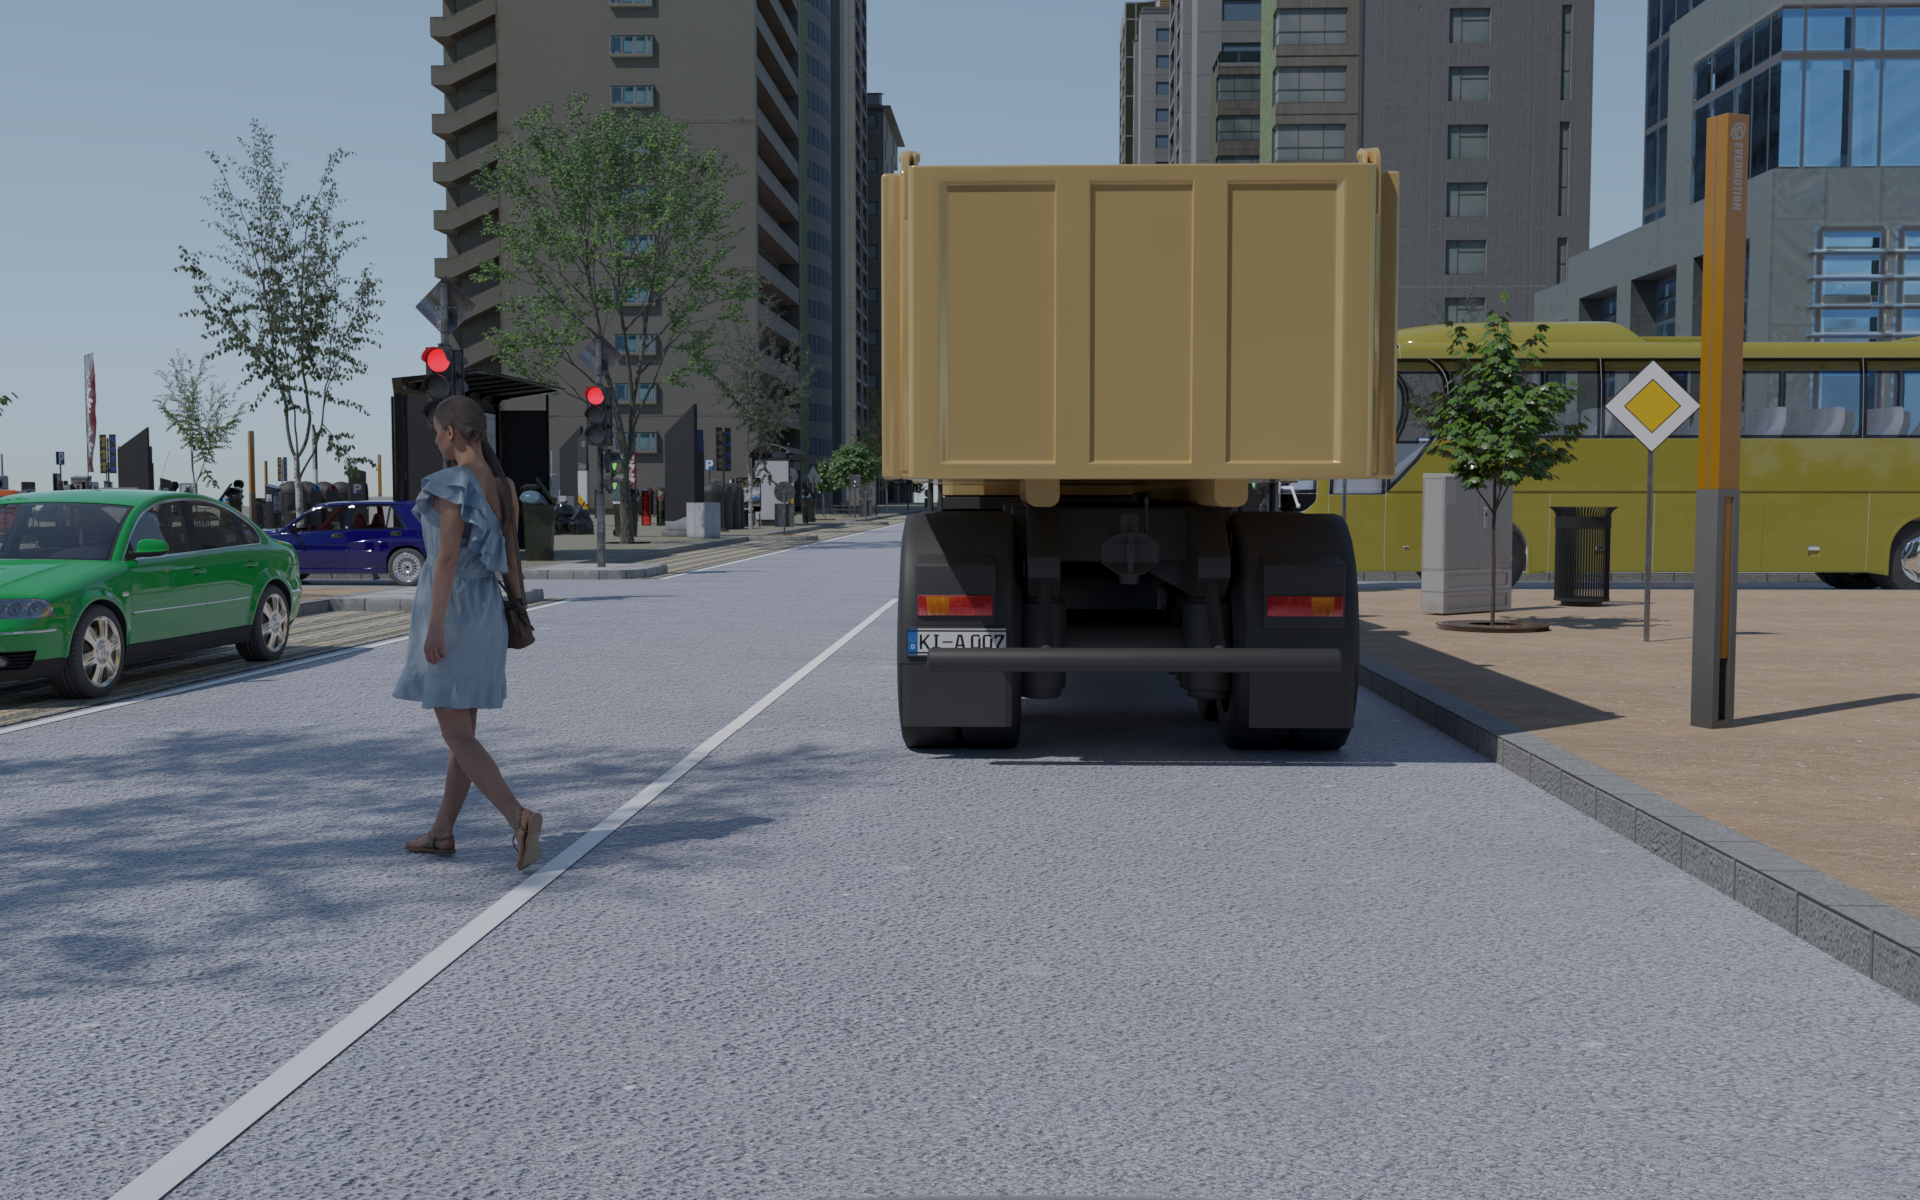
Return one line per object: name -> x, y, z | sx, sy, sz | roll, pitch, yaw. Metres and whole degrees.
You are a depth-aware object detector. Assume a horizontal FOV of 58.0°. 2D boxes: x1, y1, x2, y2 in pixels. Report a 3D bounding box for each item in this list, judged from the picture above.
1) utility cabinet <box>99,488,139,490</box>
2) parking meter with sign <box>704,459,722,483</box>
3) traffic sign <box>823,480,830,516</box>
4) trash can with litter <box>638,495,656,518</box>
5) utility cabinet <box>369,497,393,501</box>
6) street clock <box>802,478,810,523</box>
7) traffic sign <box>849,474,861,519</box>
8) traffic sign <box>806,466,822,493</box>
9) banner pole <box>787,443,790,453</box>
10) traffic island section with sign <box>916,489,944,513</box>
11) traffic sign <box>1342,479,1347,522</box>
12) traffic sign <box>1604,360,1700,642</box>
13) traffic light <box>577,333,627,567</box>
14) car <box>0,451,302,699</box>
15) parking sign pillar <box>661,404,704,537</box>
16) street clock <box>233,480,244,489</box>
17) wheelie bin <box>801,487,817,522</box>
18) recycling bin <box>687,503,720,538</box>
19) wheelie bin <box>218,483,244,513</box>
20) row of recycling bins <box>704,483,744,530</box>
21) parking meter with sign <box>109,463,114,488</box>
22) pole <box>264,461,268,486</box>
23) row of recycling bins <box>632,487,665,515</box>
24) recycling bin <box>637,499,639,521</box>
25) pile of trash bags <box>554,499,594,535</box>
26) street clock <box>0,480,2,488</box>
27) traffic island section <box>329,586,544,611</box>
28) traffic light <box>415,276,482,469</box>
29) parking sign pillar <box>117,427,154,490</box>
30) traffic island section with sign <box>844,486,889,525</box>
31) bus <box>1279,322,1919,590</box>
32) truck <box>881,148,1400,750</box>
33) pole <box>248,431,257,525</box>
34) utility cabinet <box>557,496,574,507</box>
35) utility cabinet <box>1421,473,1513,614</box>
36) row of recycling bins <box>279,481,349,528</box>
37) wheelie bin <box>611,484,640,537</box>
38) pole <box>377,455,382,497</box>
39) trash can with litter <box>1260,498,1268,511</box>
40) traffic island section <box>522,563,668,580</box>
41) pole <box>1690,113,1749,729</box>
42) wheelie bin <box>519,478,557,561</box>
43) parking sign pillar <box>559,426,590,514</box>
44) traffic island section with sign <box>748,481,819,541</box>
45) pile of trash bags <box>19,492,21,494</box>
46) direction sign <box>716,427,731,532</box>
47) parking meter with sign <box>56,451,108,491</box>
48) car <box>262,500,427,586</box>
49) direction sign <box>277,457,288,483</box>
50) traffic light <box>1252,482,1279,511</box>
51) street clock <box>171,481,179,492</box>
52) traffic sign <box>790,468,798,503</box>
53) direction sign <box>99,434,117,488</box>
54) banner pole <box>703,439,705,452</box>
utility cabinet -> -28.639, -3.081, 59.045 | 1.173, 1.500, 0.318 | -1, 4, -14
parking meter with sign -> -12.375, -5.598, 87.784 | 0.543, 3.016, 1.738 | 1, 4, 13
traffic sign -> -7.925, -6.132, 100.372 | 0.768, 2.556, 0.104 | 1, 4, 8
trash can with litter -> -16.615, -5.264, 97.118 | 2.233, 1.210, 1.678 | 2, 4, 30
utility cabinet -> -14.776, -2.045, 44.594 | 1.020, 1.237, 0.306 | 2, 4, 34
street clock -> -6.801, -4.388, 76.309 | 0.358, 2.002, 0.471 | 1, 4, 9
traffic sign -> -5.486, -5.405, 90.494 | 0.606, 2.300, 0.079 | 1, 4, 9
traffic sign -> -6.800, -4.902, 80.147 | 0.884, 2.594, 0.081 | 1, 4, 11
banner pole -> -8.418, -5.802, 84.884 | 0.401, 3.779, 0.863 | -1, 4, -13
traffic island section with sign -> -2.305, -7.436, 130.201 | 1.989, 1.847, 2.006 | 0, 4, 2
traffic sign -> 5.038, -1.258, 22.706 | 0.606, 2.300, 0.079 | 1, 4, 12
traffic sign -> 5.959, -0.843, 14.972 | 0.795, 2.450, 0.064 | 1, 4, 10
traffic light -> -6.278, -2.531, 30.299 | 0.839, 4.253, 0.868 | 0, 4, 2
car -> -6.800, -0.287, 13.486 | 1.959, 1.807, 4.718 | 0, 4, 2
parking sign pillar -> -8.342, -3.912, 52.426 | 1.447, 3.967, 1.447 | 3, 4, 38
street clock -> -36.193, -5.039, 86.952 | 0.471, 2.002, 0.358 | 1, 4, 11
wheelie bin -> -6.943, -4.370, 79.357 | 0.693, 1.594, 0.980 | -1, 4, -15
recycling bin -> -7.489, -2.326, 50.582 | 0.722, 1.027, 0.722 | 2, 4, 35
wheelie bin -> -20.593, -2.511, 48.957 | 0.693, 1.594, 0.980 | -2, 4, -23
row of recycling bins -> -8.646, -3.444, 63.428 | 1.069, 1.692, 3.534 | 1, 4, 8
parking meter with sign -> -47.927, -6.197, 97.578 | 0.543, 3.016, 1.738 | -1, 4, -18
pole -> -42.477, -6.863, 106.053 | 0.158, 3.312, 0.155 | 0, 3, 0
row of recycling bins -> -18.647, -6.006, 105.305 | 3.534, 1.692, 1.069 | 1, 4, 19
recycling bin -> -15.760, -4.270, 82.366 | 0.722, 1.027, 0.722 | -3, 4, -38
pile of trash bags -> -13.350, -2.732, 54.417 | 3.447, 1.369, 1.912 | -2, 4, -32
street clock -> -45.941, -4.773, 82.603 | 0.471, 2.002, 0.358 | 0, 4, 4
traffic island section -> -6.639, -0.011, 22.457 | 2.009, 0.180, 2.903 | 0, 4, 2
traffic light -> -6.599, -2.043, 22.321 | 0.839, 4.253, 0.868 | 0, 4, 2
parking sign pillar -> -33.234, -4.978, 69.856 | 1.447, 3.967, 1.447 | 0, 4, 5
traffic island section with sign -> -4.319, -4.376, 80.168 | 1.989, 1.847, 2.006 | 0, 4, 2
bus -> 10.652, -2.062, 25.262 | 12.252, 3.916, 2.896 | 0, 4, 1
truck -> 1.021, -1.065, 13.345 | 3.469, 3.379, 9.791 | 0, 4, 2
pole -> -22.852, -3.796, 55.907 | 0.158, 3.312, 0.155 | 0, 3, 0
utility cabinet -> -13.078, -2.833, 57.483 | 0.306, 1.237, 1.020 | -2, 4, -30
utility cabinet -> 5.476, -0.610, 18.646 | 1.173, 1.500, 0.318 | -3, 4, -37
row of recycling bins -> -20.702, -2.972, 55.697 | 1.069, 1.692, 3.534 | 1, 4, 13
wheelie bin -> -10.032, -2.697, 52.007 | 0.693, 1.594, 0.980 | -3, 5, -39
pole -> -29.918, -5.840, 89.327 | 0.158, 3.312, 0.155 | 0, 3, 0
trash can with litter -> 5.942, -1.298, 32.277 | 1.678, 1.210, 2.233 | 2, 4, 27
traffic island section -> -6.317, -0.499, 30.435 | 2.009, 0.180, 2.903 | 0, 4, 2
pole -> 4.143, -0.954, 9.443 | 0.158, 3.312, 0.155 | 0, 3, 0
wheelie bin -> -8.120, -1.557, 33.365 | 0.693, 1.594, 0.980 | -1, 4, -13
parking sign pillar -> -15.410, -4.938, 69.212 | 1.447, 3.967, 1.447 | 3, 4, 37
traffic island section with sign -> -5.395, -2.728, 53.234 | 1.989, 1.847, 2.006 | 0, 4, 2
pile of trash bags -> -18.717, -1.660, 36.895 | 3.447, 1.369, 1.912 | -1, 4, -13
direction sign -> -8.043, -4.095, 58.954 | 0.379, 3.537, 0.876 | 2, 4, 26
parking meter with sign -> -36.040, -4.574, 71.047 | 1.738, 3.016, 0.543 | 0, 4, -1
car -> -9.833, -0.926, 27.727 | 3.894, 1.354, 1.945 | 0, 4, 3
direction sign -> -41.459, -6.974, 106.028 | 0.876, 3.537, 0.379 | 2, 4, 31
traffic light -> 3.954, -2.018, 21.913 | 0.839, 4.253, 0.868 | 0, 4, 2
street clock -> -44.564, -5.732, 98.285 | 0.358, 2.002, 0.471 | 2, 4, 25
traffic sign -> -8.204, -5.110, 83.647 | 0.768, 2.556, 0.104 | 0, 4, 8
direction sign -> -32.277, -4.506, 65.674 | 0.876, 3.537, 0.379 | 2, 4, 26
banner pole -> -11.895, -5.441, 78.972 | 0.863, 3.779, 0.401 | 1, 4, 22
